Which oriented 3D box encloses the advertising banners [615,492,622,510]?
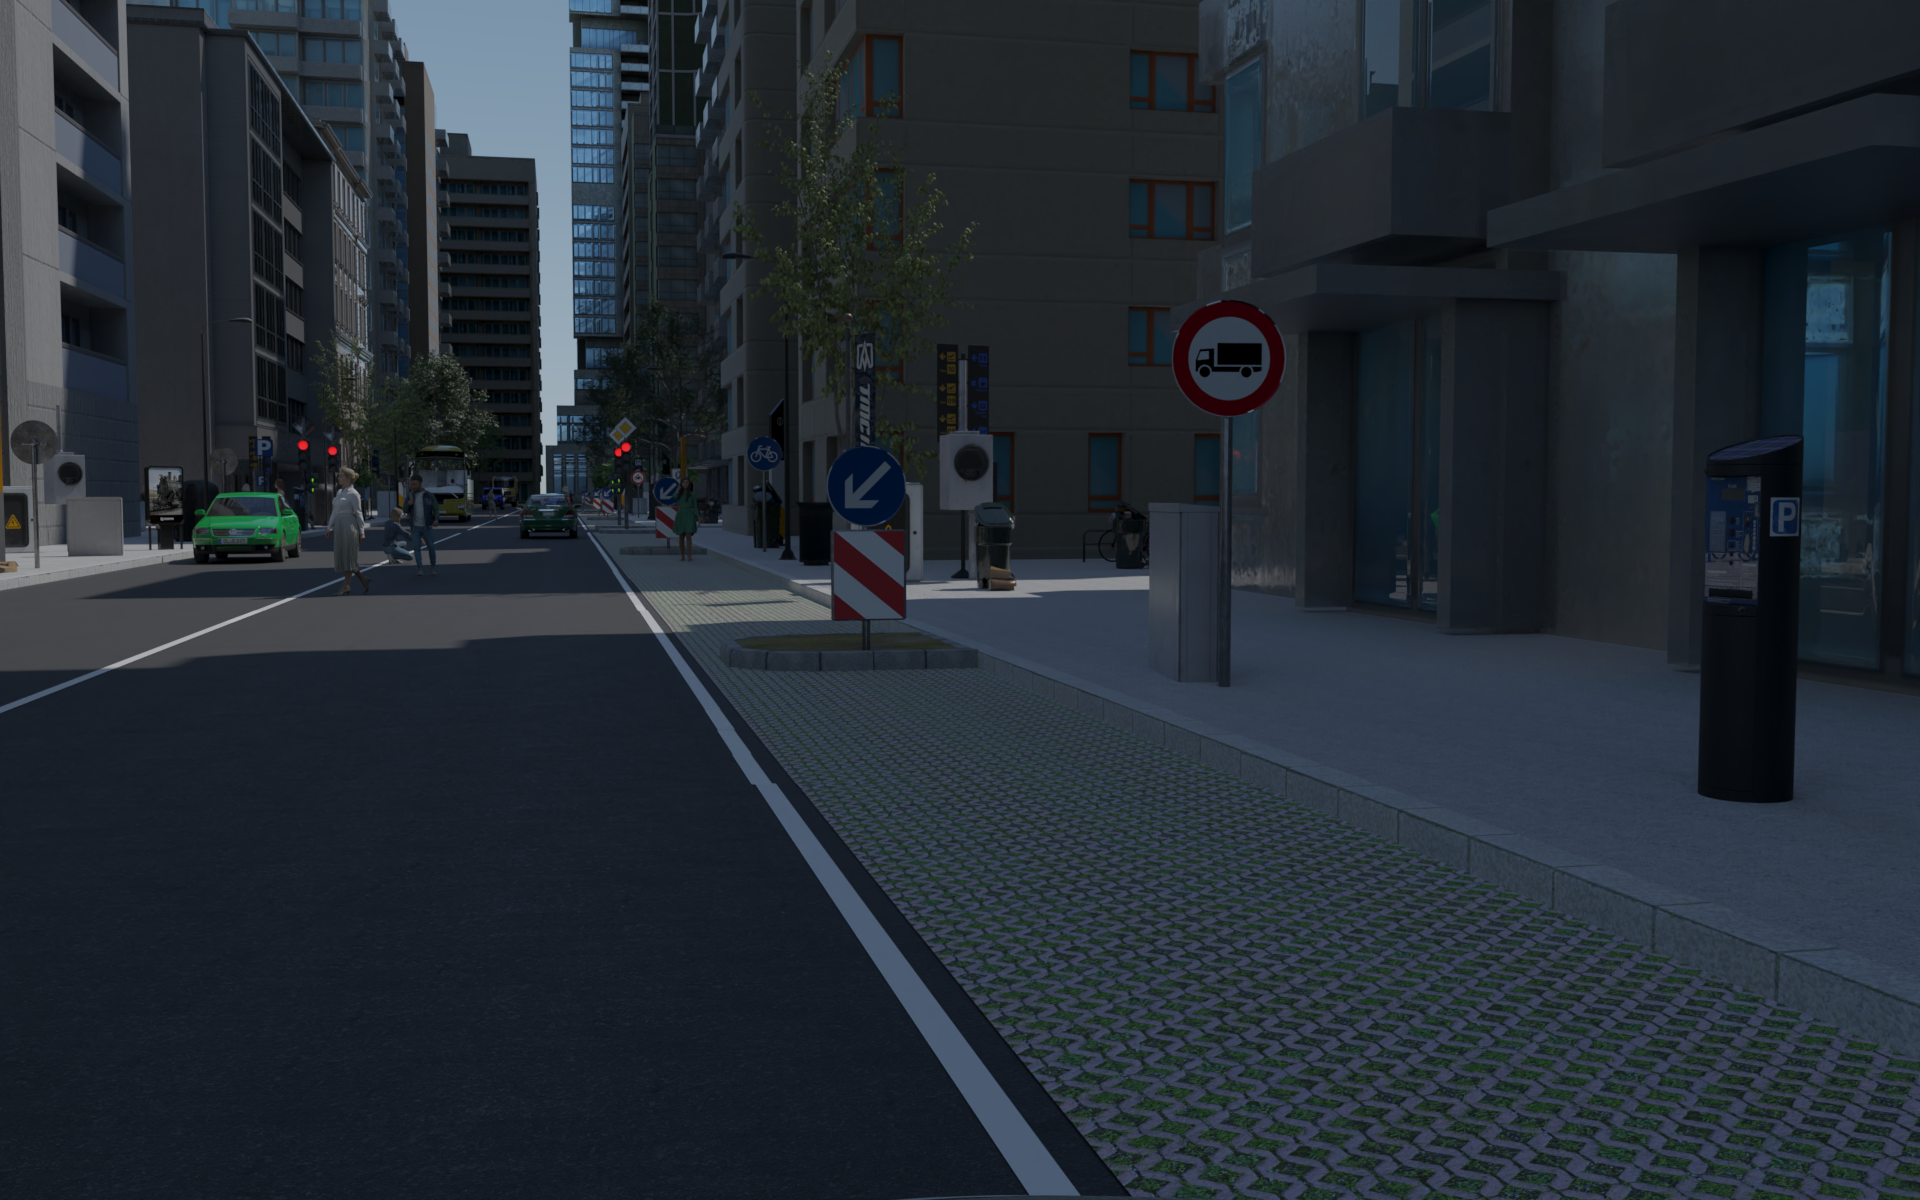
[{"bbox_3d":[-26.836,-8.602,136.828,0.090,3.025,2.074,-2,4,-35],"label":"advertising banners"}]

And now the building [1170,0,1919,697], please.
[{"bbox_3d":[15.698,-23.998,11.982,23.786,49.044,30.456,-1,4,-13],"label":"building"}]

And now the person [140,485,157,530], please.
[{"bbox_3d":[-30.162,-3.452,65.154,1.509,1.804,0.699,0,4,-7],"label":"person"}]

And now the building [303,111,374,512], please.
[{"bbox_3d":[-44.882,-19.121,109.886,12.463,27.353,25.104,-1,4,-13],"label":"building"}]

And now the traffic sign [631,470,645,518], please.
[{"bbox_3d":[-17.353,-5.709,93.440,0.768,2.556,0.104,0,4,-4],"label":"traffic sign"}]

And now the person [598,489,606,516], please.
[{"bbox_3d":[-23.311,-6.363,112.763,0.641,1.798,0.478,3,4,36],"label":"person"}]

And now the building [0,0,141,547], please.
[{"bbox_3d":[-37.499,-30.661,43.299,28.212,58.520,21.231,-1,4,-13],"label":"building"}]

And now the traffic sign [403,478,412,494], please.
[{"bbox_3d":[-34.872,-6.559,109.373,0.606,2.300,0.079,0,4,-5],"label":"traffic sign"}]

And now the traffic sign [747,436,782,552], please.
[{"bbox_3d":[-4.319,-2.333,38.253,0.768,2.556,0.104,0,4,-5],"label":"traffic sign"}]

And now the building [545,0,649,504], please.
[{"bbox_3d":[-41.841,-56.690,239.547,31.000,86.520,22.319,-1,4,-13],"label":"building"}]

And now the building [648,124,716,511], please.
[{"bbox_3d":[-17.689,-22.517,139.847,14.160,30.474,14.107,-1,4,-13],"label":"building"}]

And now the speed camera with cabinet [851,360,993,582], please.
[{"bbox_3d":[-0.569,-1.897,25.350,2.038,3.252,0.660,-1,4,-16],"label":"speed camera with cabinet"}]

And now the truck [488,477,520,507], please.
[{"bbox_3d":[-51.433,-12.229,195.869,3.469,3.379,9.791,-1,4,-13],"label":"truck"}]

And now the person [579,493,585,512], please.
[{"bbox_3d":[-29.875,-7.713,137.202,0.503,1.515,0.523,2,4,32],"label":"person"}]

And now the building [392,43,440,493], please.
[{"bbox_3d":[-60.525,-32.119,175.261,14.600,45.320,14.200,-1,4,-13],"label":"building"}]

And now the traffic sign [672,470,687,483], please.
[{"bbox_3d":[-11.438,-4.192,70.674,0.606,2.300,0.079,-1,4,-8],"label":"traffic sign"}]

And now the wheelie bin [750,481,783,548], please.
[{"bbox_3d":[-4.612,-2.032,41.137,0.693,1.594,0.980,-1,4,-20],"label":"wheelie bin"}]

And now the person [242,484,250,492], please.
[{"bbox_3d":[-25.672,-3.274,62.213,0.537,1.800,0.526,-1,4,-15],"label":"person"}]

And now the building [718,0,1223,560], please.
[{"bbox_3d":[8.288,-12.518,49.709,27.650,21.520,28.899,-1,4,-13],"label":"building"}]

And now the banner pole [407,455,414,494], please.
[{"bbox_3d":[-35.614,-7.472,112.181,0.401,3.779,0.863,1,4,22],"label":"banner pole"}]

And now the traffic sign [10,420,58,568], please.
[{"bbox_3d":[-15.945,-1.820,29.855,0.768,2.556,0.104,-1,4,-9],"label":"traffic sign"}]

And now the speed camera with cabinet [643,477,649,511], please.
[{"bbox_3d":[-24.073,-8.504,133.373,0.660,3.252,2.038,-1,4,-8],"label":"speed camera with cabinet"}]

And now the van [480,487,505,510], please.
[{"bbox_3d":[-42.739,-9.431,158.576,2.240,2.365,5.245,-1,4,-13],"label":"van"}]

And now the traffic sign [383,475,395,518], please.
[{"bbox_3d":[-30.293,-5.493,91.934,0.606,2.300,0.079,-1,4,-12],"label":"traffic sign"}]

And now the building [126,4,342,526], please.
[{"bbox_3d":[-39.120,-16.145,83.042,14.314,24.678,30.058,-1,4,-13],"label":"building"}]

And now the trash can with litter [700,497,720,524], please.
[{"bbox_3d":[-10.844,-3.867,74.614,1.055,1.170,0.624,3,4,38],"label":"trash can with litter"}]

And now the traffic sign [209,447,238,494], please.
[{"bbox_3d":[-20.131,-2.890,47.362,0.768,2.556,0.104,0,4,-4],"label":"traffic sign"}]

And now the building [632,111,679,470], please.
[{"bbox_3d":[-28.661,-30.955,189.703,14.154,41.232,14.086,-1,4,-13],"label":"building"}]

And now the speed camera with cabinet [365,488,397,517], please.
[{"bbox_3d":[-32.543,-6.257,96.635,2.038,3.252,0.660,-1,4,-10],"label":"speed camera with cabinet"}]

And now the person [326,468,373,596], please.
[{"bbox_3d":[-8.622,-0.965,24.509,0.641,1.798,0.478,-3,5,-44],"label":"person"}]

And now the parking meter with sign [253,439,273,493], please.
[{"bbox_3d":[-22.452,-3.637,55.721,0.543,3.016,1.738,-2,4,-27],"label":"parking meter with sign"}]

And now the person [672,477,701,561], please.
[{"bbox_3d":[-5.833,-1.720,36.873,0.600,1.795,0.529,-1,4,-16],"label":"person"}]

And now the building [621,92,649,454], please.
[{"bbox_3d":[-29.162,-35.715,207.638,21.300,48.544,21.600,-1,4,-13],"label":"building"}]

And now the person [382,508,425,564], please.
[{"bbox_3d":[-11.590,-1.330,35.741,0.738,1.151,1.012,-3,5,-41],"label":"person"}]

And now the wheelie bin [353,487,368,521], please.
[{"bbox_3d":[-28.428,-4.515,81.723,0.980,1.594,0.693,-1,4,-15],"label":"wheelie bin"}]

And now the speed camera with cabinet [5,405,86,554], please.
[{"bbox_3d":[-20.303,-2.666,37.919,0.660,3.252,2.038,3,4,37],"label":"speed camera with cabinet"}]

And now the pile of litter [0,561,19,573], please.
[{"bbox_3d":[-16.210,-0.895,28.596,1.176,0.858,1.719,-2,4,-32],"label":"pile of litter"}]

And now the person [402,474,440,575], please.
[{"bbox_3d":[-9.537,-1.334,30.659,0.623,1.781,0.721,-1,4,-19],"label":"person"}]

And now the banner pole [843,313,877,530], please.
[{"bbox_3d":[-1.404,-2.074,23.923,0.401,3.779,0.863,-3,5,-40],"label":"banner pole"}]

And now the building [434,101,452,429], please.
[{"bbox_3d":[-73.750,-35.264,196.168,30.456,49.044,23.786,-1,4,-13],"label":"building"}]

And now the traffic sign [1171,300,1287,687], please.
[{"bbox_3d":[1.763,-0.695,11.467,0.768,2.556,0.104,0,4,-4],"label":"traffic sign"}]

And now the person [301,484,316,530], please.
[{"bbox_3d":[-25.082,-3.526,66.246,0.767,1.812,0.694,0,4,3],"label":"person"}]

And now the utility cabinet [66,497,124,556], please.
[{"bbox_3d":[-17.938,-1.515,35.930,1.020,1.237,0.306,-1,4,-22],"label":"utility cabinet"}]

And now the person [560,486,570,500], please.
[{"bbox_3d":[-17.719,-4.218,77.650,0.537,1.800,0.526,1,4,12],"label":"person"}]

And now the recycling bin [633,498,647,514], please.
[{"bbox_3d":[-20.320,-5.951,109.856,0.722,1.027,0.722,2,4,27],"label":"recycling bin"}]

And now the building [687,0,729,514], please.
[{"bbox_3d":[-5.145,-30.063,111.143,23.786,49.044,30.456,-1,4,-13],"label":"building"}]

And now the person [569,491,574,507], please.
[{"bbox_3d":[-42.192,-10.970,188.303,0.568,1.767,0.683,2,4,27],"label":"person"}]

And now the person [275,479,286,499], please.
[{"bbox_3d":[-17.904,-2.262,45.501,0.388,1.821,0.555,-2,4,-33],"label":"person"}]

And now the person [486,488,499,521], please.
[{"bbox_3d":[-25.260,-5.183,93.576,0.599,1.781,0.374,1,4,21],"label":"person"}]

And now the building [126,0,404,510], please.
[{"bbox_3d":[-60.788,-32.576,152.221,23.786,49.044,30.456,-1,4,-13],"label":"building"}]

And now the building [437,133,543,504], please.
[{"bbox_3d":[-68.042,-37.397,235.144,21.600,48.544,21.300,-1,4,-13],"label":"building"}]

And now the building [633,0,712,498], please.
[{"bbox_3d":[-22.118,-44.855,171.636,20.563,71.187,20.611,-1,4,-13],"label":"building"}]

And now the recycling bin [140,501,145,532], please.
[{"bbox_3d":[-28.169,-2.826,58.765,0.722,1.027,0.722,0,4,3],"label":"recycling bin"}]

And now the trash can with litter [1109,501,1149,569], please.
[{"bbox_3d":[3.128,-1.127,29.822,1.055,1.170,0.624,-1,4,-13],"label":"trash can with litter"}]

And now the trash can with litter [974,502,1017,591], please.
[{"bbox_3d":[0.553,-0.731,23.347,0.624,1.170,1.055,-1,4,-13],"label":"trash can with litter"}]

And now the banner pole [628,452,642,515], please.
[{"bbox_3d":[-19.412,-6.954,103.718,0.863,3.779,0.401,0,4,6],"label":"banner pole"}]

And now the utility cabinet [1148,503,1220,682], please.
[{"bbox_3d":[1.586,-0.068,12.281,0.306,1.237,1.020,0,4,-6],"label":"utility cabinet"}]
